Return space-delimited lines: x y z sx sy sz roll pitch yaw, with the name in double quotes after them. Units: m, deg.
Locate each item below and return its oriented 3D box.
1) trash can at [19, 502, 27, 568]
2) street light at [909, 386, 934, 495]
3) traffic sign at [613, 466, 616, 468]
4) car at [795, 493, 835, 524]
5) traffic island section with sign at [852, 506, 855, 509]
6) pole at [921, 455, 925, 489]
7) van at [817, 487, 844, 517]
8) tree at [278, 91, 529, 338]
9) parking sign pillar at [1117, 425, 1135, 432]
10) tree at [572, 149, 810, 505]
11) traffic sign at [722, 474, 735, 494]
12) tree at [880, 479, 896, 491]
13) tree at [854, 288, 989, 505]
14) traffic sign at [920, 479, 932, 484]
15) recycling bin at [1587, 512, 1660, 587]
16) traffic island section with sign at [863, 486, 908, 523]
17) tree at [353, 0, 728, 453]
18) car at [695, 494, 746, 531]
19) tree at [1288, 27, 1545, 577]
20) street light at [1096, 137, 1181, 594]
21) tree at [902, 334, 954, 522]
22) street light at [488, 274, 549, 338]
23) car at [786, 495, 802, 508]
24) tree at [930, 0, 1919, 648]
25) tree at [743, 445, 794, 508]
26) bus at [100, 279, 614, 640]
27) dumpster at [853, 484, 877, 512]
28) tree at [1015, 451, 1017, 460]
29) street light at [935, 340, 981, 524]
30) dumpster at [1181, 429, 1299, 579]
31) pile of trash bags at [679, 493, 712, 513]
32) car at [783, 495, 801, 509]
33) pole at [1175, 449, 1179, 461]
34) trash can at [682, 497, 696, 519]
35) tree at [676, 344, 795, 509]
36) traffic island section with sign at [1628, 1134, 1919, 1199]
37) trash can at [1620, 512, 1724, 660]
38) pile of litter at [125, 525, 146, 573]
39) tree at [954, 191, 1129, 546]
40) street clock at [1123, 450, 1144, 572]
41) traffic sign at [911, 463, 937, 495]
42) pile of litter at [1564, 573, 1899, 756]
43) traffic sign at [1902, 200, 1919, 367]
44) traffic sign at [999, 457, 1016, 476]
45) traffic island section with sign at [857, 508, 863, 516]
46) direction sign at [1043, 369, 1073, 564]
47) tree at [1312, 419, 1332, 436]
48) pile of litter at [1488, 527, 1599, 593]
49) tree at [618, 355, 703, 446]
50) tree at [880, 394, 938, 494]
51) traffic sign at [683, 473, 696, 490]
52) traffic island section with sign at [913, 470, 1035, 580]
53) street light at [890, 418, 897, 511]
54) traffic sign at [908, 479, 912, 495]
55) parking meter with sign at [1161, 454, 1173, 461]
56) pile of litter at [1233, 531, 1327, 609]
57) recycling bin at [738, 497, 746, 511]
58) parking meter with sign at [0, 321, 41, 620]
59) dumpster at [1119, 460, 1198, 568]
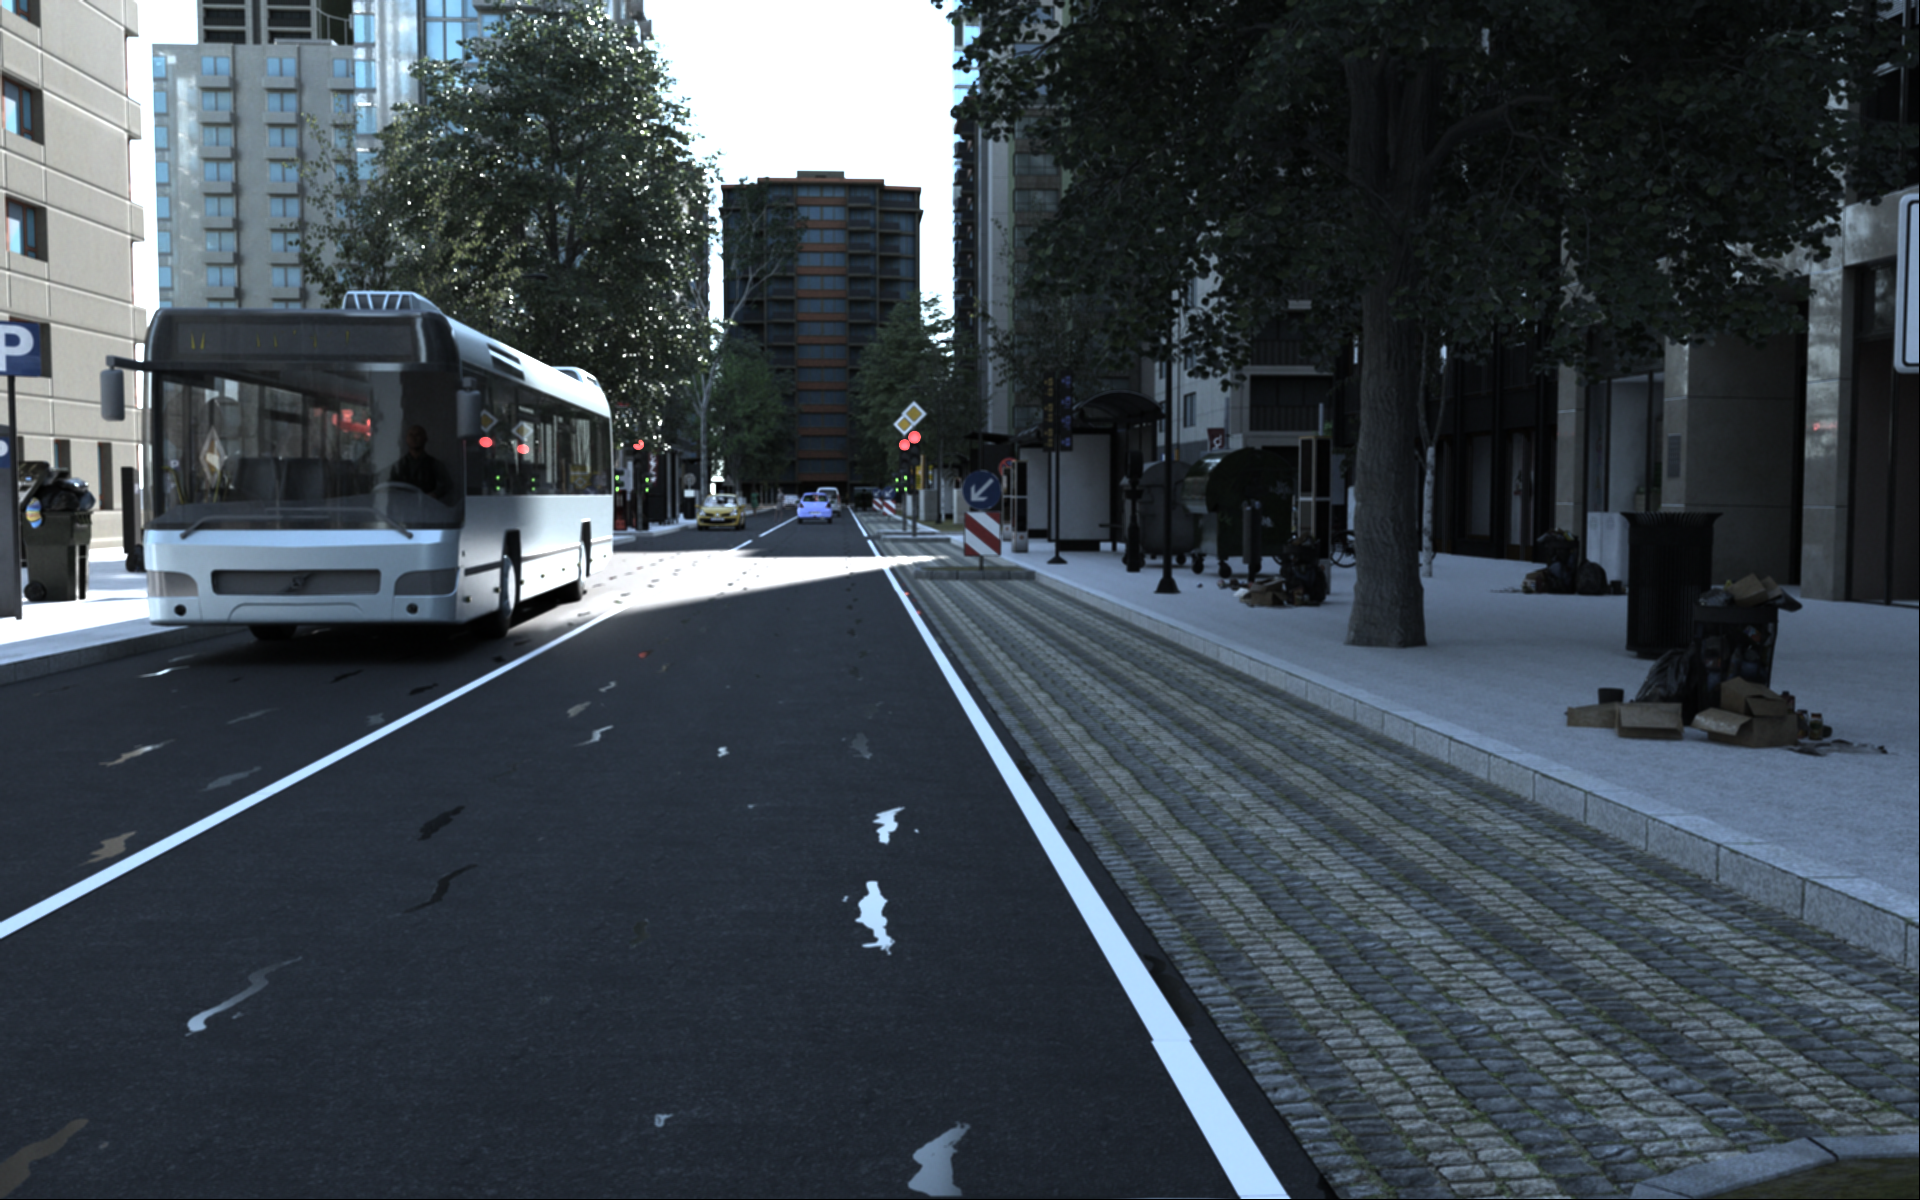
-16.537 -1.143 30.348 0.748 1.137 0.748 0 3 0 "trash can"
-1.460 -6.242 74.601 1.470 5.913 1.316 0 4 -4 "street light"
-13.478 -4.038 66.132 0.768 2.556 0.104 0 4 0 "traffic sign"
-7.152 -4.635 85.371 1.945 1.707 3.694 0 4 -5 "car"
-8.885 -9.366 161.763 1.989 1.847 2.006 0 4 -4 "traffic island section with sign"
-1.926 -5.881 89.995 0.158 3.312 0.155 0 3 0 "pole"
-8.342 -6.259 109.344 2.013 2.044 4.112 0 4 -4 "van"
-10.568 -5.018 32.407 4.360 8.622 3.978 0 3 0 "tree"
5.180 -3.890 52.076 1.447 3.967 1.447 2 4 29 "parking sign pillar"
-15.461 -14.613 94.803 12.611 20.169 13.585 0 3 0 "tree"
-15.097 -6.906 112.922 0.884 2.594 0.081 0 4 -2 "traffic sign"
-8.010 -11.997 190.753 1.663 3.219 1.824 0 3 0 "tree"
-2.296 -10.888 96.139 7.486 12.596 7.792 0 3 0 "tree"
-2.138 -6.646 109.852 0.795 2.450 0.064 0 4 2 "traffic sign"
9.273 -0.713 24.213 0.722 1.027 0.722 -1 4 -17 "recycling bin"
-3.596 -4.658 84.788 1.989 1.847 2.006 0 4 -4 "traffic island section with sign"
-10.363 -8.375 43.588 9.857 13.997 8.962 0 3 0 "tree"
-9.540 -3.613 69.289 2.015 1.641 3.980 0 4 -3 "car"
7.211 -4.677 26.838 4.360 8.622 3.978 0 3 0 "tree"
2.152 -3.042 22.285 1.470 5.913 1.316 0 4 -4 "street light"
-0.539 -7.965 80.585 4.360 8.622 3.978 0 3 0 "tree"
-9.362 -3.919 36.610 1.470 5.913 1.316 0 4 -4 "street light"
-16.879 -10.039 176.720 1.945 1.354 3.894 0 4 -4 "car"
3.745 -6.586 14.343 9.857 13.997 8.962 0 3 0 "tree"
-21.799 -15.042 196.294 4.737 8.622 4.395 0 3 0 "tree"
-6.003 -1.534 19.946 2.948 3.499 13.247 0 4 -5 "bus"
-7.766 -8.411 142.478 1.985 2.255 1.502 0 4 -5 "dumpster"
2.913 -7.578 107.612 4.285 4.588 4.351 0 3 0 "tree"
0.062 -4.875 52.251 1.470 5.913 1.316 0 4 -4 "street light"
4.373 -1.499 27.002 1.502 2.255 1.985 0 4 -4 "dumpster"
-18.230 -6.705 119.384 3.447 1.369 1.912 3 5 39 "pile of trash bags"
-16.592 -9.642 170.016 2.083 1.381 4.827 0 4 -4 "car"
9.823 -5.176 78.474 0.158 3.312 0.155 0 3 0 "pole"
-13.679 -4.642 87.551 0.748 1.137 0.748 0 3 0 "trash can"
-15.854 -11.893 120.214 9.928 11.665 9.643 0 3 0 "tree"
2.068 0.379 2.436 1.989 1.847 2.006 0 4 -4 "traffic island section with sign"
5.527 -0.113 13.495 0.748 1.137 0.748 0 3 0 "trash can"
-13.240 -0.922 29.034 1.176 0.858 1.719 1 4 22 "pile of litter"
2.343 -5.609 42.067 4.360 8.622 3.978 0 3 0 "tree"
2.857 -1.464 28.504 0.358 2.002 0.471 0 4 -6 "street clock"
-2.293 -7.119 110.272 2.265 3.308 0.079 0 4 3 "traffic sign"
4.003 0.291 9.200 1.176 0.858 1.719 -1 4 -17 "pile of litter"
3.511 -0.235 5.974 0.606 2.300 0.079 0 4 5 "traffic sign"
1.722 -3.667 60.060 0.768 2.556 0.104 0 4 4 "traffic sign"
-5.481 -6.332 112.157 1.989 1.847 2.006 0 4 -4 "traffic island section with sign"
1.795 -2.440 31.895 0.379 3.537 0.876 -2 4 -33 "direction sign"
14.559 -5.002 65.497 4.285 4.588 4.351 0 3 0 "tree"
7.819 -0.520 22.475 1.176 0.858 1.719 -3 5 -45 "pile of litter"
-14.054 -8.010 81.326 4.360 8.622 3.978 0 3 0 "tree"
-3.574 -10.171 116.662 4.737 8.622 4.395 0 3 0 "tree"
-16.549 -6.479 106.039 0.768 2.556 0.104 0 4 -3 "traffic sign"
0.205 -1.281 29.567 1.989 1.847 2.006 0 4 -4 "traffic island section with sign"
-3.555 -8.075 104.567 1.470 5.913 1.316 0 4 -4 "street light"
-3.180 -6.570 107.529 0.768 2.556 0.104 0 4 3 "traffic sign"
8.907 -4.837 75.347 0.543 3.016 1.738 0 4 1 "parking meter with sign"
3.738 -0.384 20.247 1.176 0.858 1.719 2 4 34 "pile of litter"
-16.579 -7.216 130.532 0.722 1.027 0.722 2 4 24 "recycling bin"
-10.177 -1.338 18.141 1.738 3.016 0.543 3 5 45 "parking meter with sign"
3.570 -1.519 30.592 1.264 1.857 1.865 0 4 -4 "dumpster"
